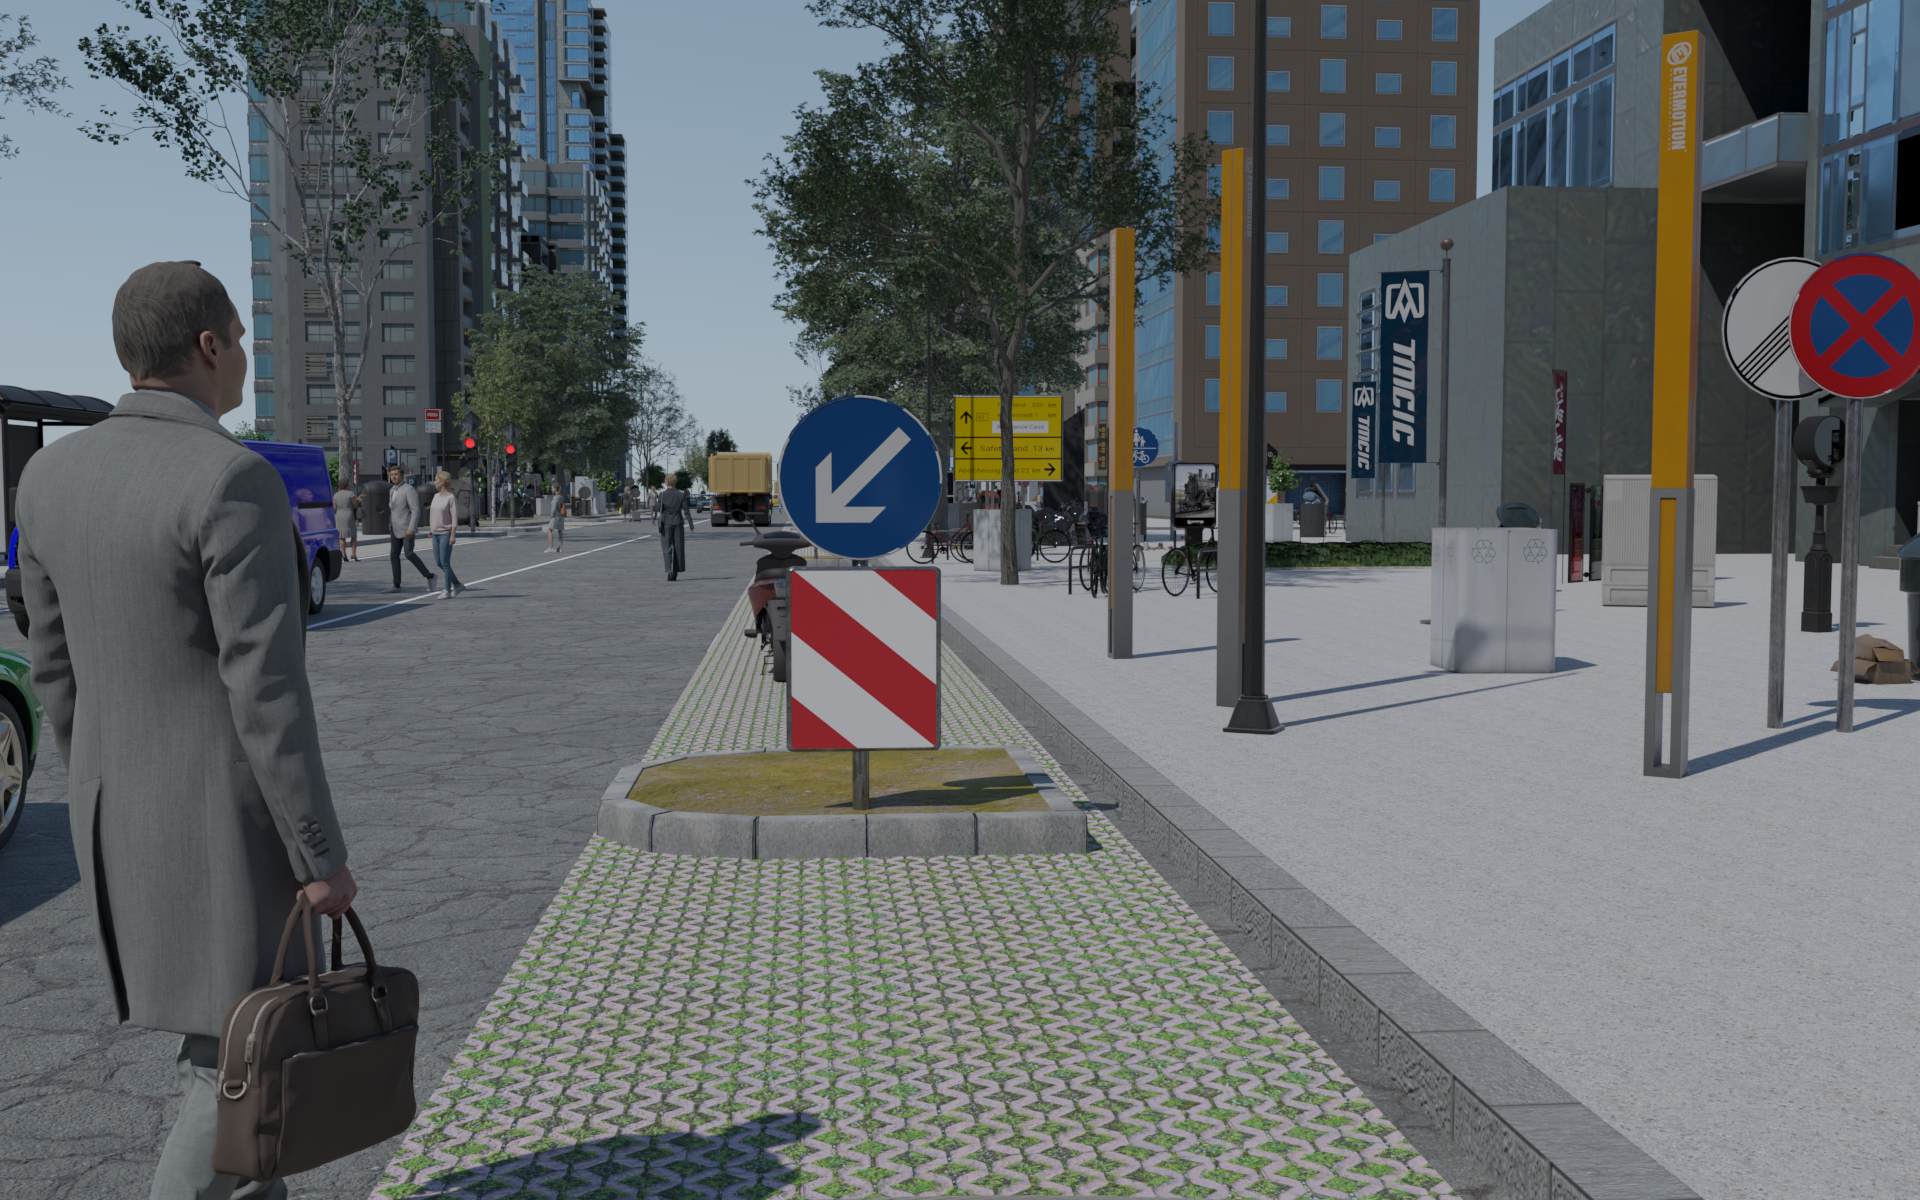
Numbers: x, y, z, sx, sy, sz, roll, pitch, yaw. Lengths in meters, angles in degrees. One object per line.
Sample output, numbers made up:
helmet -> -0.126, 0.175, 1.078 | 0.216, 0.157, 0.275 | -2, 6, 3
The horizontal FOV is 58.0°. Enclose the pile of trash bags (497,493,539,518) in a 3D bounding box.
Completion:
pile of trash bags -> -24.940, -5.147, 93.900 | 3.447, 1.369, 1.912 | -2, 4, -26

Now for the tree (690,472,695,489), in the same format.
tree -> -32.406, -13.304, 201.240 | 4.285, 4.588, 4.351 | 0, 3, 0

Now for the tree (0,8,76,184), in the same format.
tree -> -16.066, -6.697, 19.869 | 12.009, 13.543, 11.850 | 0, 3, 0

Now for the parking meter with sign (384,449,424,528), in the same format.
parking meter with sign -> -21.420, -4.317, 66.848 | 1.738, 3.016, 0.543 | 2, 4, 33

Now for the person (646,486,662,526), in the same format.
person -> -13.913, -4.289, 78.740 | 0.709, 1.813, 0.853 | -3, 4, -36

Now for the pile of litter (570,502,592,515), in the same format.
pile of litter -> -22.936, -5.520, 104.212 | 1.719, 0.858, 1.176 | -1, 4, -11

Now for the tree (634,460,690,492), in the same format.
tree -> -28.610, -10.896, 161.859 | 4.285, 4.588, 4.351 | 0, 3, 0

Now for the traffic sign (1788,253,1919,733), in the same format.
traffic sign -> 4.771, -0.560, 9.264 | 0.768, 2.556, 0.104 | 0, 4, 1

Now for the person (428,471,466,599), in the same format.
person -> -7.032, -0.891, 23.735 | 0.731, 1.740, 0.598 | 2, 4, 30

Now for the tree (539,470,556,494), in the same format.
tree -> -33.064, -8.836, 139.065 | 1.663, 3.219, 1.824 | 0, 3, 0

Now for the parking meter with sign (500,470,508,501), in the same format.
parking meter with sign -> -32.130, -7.693, 122.037 | 0.543, 3.016, 1.738 | -2, 4, -33

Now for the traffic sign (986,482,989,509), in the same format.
traffic sign -> 0.603, -2.322, 38.075 | 0.768, 2.556, 0.104 | 0, 4, 2

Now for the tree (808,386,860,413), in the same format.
tree -> -6.504, -9.222, 101.138 | 4.737, 8.622, 4.395 | 0, 3, 0

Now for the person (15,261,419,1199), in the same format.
person -> -1.236, 0.348, 2.908 | 0.694, 1.812, 0.767 | 2, 4, 28

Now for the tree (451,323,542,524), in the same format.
tree -> -20.171, -7.612, 74.813 | 4.737, 8.622, 4.395 | 0, 3, 0

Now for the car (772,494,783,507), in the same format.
car -> -18.243, -9.927, 172.525 | 2.015, 1.641, 3.980 | 0, 4, -5

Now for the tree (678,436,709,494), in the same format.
tree -> -35.389, -17.336, 233.809 | 4.737, 8.622, 4.395 | 0, 3, 0

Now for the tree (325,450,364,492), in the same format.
tree -> -46.093, -8.874, 128.811 | 4.285, 4.588, 4.351 | 0, 3, 0

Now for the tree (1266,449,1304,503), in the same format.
tree -> 13.724, -4.886, 74.487 | 1.663, 3.219, 1.824 | 0, 3, 0

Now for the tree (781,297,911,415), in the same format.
tree -> -9.893, -18.371, 156.258 | 12.611, 20.169, 13.585 | 0, 3, 0

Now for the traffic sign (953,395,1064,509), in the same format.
traffic sign -> 0.990, -2.552, 35.605 | 2.265, 3.308, 0.079 | 0, 4, 4

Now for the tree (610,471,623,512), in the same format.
tree -> -24.579, -7.806, 122.230 | 1.663, 3.219, 1.824 | 0, 3, 0

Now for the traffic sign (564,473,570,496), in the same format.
traffic sign -> -24.118, -6.447, 105.518 | 0.768, 2.556, 0.104 | 0, 4, 3

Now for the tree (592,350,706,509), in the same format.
tree -> -27.057, -14.595, 148.993 | 12.009, 13.543, 11.850 | 0, 3, 0

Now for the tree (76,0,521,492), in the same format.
tree -> -18.691, -11.809, 48.958 | 12.611, 20.169, 13.585 | 0, 3, 0

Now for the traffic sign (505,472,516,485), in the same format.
traffic sign -> -21.906, -5.115, 84.814 | 0.795, 2.450, 0.064 | 0, 4, 2

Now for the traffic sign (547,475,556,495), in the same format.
traffic sign -> -26.603, -6.922, 113.273 | 0.768, 2.556, 0.104 | 0, 4, 5

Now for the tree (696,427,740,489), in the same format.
tree -> -40.498, -22.988, 292.854 | 9.611, 12.733, 9.660 | 0, 3, 0

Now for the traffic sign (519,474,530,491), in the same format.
traffic sign -> -27.961, -6.801, 111.307 | 0.768, 2.556, 0.104 | 0, 4, 3

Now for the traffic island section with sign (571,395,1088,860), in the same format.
traffic island section with sign -> -0.569, 0.056, 7.710 | 1.989, 1.847, 2.006 | 0, 4, -5

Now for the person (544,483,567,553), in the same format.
person -> -9.888, -2.018, 42.497 | 0.522, 1.701, 0.512 | 0, 4, 8

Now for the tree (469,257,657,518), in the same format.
tree -> -21.758, -11.486, 94.443 | 9.857, 13.997, 8.962 | 0, 3, 0

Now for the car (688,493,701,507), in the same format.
car -> -26.419, -10.015, 172.534 | 1.959, 1.807, 4.718 | 0, 4, -5

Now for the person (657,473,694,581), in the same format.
person -> -4.724, -1.207, 28.650 | 0.576, 1.772, 0.534 | -2, 4, -34

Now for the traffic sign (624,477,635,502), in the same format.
traffic sign -> -24.447, -7.834, 128.186 | 0.768, 2.556, 0.104 | 0, 4, -2

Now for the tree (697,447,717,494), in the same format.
tree -> -38.480, -19.215, 264.522 | 4.360, 8.622, 3.978 | 0, 3, 0

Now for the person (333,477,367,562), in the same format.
person -> -12.882, -1.704, 36.714 | 0.716, 1.782, 0.532 | 1, 4, 10

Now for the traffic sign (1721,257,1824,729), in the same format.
traffic sign -> 4.470, -0.570, 9.422 | 0.768, 2.556, 0.104 | 0, 4, -4

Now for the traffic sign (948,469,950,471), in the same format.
traffic sign -> -0.782, -5.002, 81.888 | 0.768, 2.556, 0.104 | 0, 4, -2

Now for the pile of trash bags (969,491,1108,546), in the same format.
pile of trash bags -> 1.760, -2.101, 44.102 | 3.447, 1.369, 1.912 | 3, 5, 42

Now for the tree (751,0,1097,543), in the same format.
tree -> -0.593, -8.498, 45.593 | 9.857, 13.997, 8.962 | 0, 3, 0

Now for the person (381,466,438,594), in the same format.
person -> -8.019, -1.027, 25.134 | 0.661, 1.843, 0.795 | 3, 5, 41

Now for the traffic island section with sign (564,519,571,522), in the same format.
traffic island section with sign -> -19.145, -4.881, 88.435 | 1.989, 1.847, 2.006 | 0, 4, -5

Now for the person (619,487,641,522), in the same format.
person -> -16.813, -4.855, 88.094 | 0.699, 1.804, 1.509 | -2, 4, -31

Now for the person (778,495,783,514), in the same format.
person -> -13.116, -7.160, 126.405 | 0.643, 1.720, 0.563 | -3, 4, -37

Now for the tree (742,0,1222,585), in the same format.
tree -> 0.414, -5.482, 24.044 | 7.601, 10.594, 8.767 | -3, 4, -37

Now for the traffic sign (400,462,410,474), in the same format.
traffic sign -> -22.509, -4.284, 70.047 | 0.884, 2.594, 0.081 | 0, 4, 0

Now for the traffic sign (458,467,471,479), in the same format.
traffic sign -> -22.722, -4.873, 79.777 | 0.768, 2.556, 0.104 | 0, 3, 0

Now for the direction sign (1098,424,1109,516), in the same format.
direction sign -> 4.756, -3.896, 55.690 | 0.379, 3.537, 0.876 | -3, 4, -39

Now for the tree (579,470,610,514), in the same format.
tree -> -24.176, -7.288, 113.765 | 1.663, 3.219, 1.824 | 0, 3, 0

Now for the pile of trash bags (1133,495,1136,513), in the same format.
pile of trash bags -> 3.810, -2.560, 51.606 | 3.447, 1.369, 1.912 | -2, 4, -33

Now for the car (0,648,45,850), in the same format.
car -> -4.550, 0.211, 5.339 | 1.959, 1.807, 4.718 | 0, 4, -5

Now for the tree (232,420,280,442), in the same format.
tree -> -31.617, -5.694, 76.813 | 4.285, 4.588, 4.351 | 0, 3, 0

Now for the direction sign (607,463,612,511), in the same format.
direction sign -> -25.185, -8.106, 124.537 | 0.379, 3.537, 0.876 | -2, 4, -32

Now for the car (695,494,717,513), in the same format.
car -> -18.977, -7.405, 130.853 | 2.009, 1.686, 4.222 | 0, 4, -5

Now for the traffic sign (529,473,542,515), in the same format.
traffic sign -> -26.231, -6.539, 107.023 | 0.768, 2.556, 0.104 | 0, 4, 3

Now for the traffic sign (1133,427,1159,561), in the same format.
traffic sign -> 3.393, -2.010, 32.967 | 0.768, 2.556, 0.104 | 0, 4, -2
